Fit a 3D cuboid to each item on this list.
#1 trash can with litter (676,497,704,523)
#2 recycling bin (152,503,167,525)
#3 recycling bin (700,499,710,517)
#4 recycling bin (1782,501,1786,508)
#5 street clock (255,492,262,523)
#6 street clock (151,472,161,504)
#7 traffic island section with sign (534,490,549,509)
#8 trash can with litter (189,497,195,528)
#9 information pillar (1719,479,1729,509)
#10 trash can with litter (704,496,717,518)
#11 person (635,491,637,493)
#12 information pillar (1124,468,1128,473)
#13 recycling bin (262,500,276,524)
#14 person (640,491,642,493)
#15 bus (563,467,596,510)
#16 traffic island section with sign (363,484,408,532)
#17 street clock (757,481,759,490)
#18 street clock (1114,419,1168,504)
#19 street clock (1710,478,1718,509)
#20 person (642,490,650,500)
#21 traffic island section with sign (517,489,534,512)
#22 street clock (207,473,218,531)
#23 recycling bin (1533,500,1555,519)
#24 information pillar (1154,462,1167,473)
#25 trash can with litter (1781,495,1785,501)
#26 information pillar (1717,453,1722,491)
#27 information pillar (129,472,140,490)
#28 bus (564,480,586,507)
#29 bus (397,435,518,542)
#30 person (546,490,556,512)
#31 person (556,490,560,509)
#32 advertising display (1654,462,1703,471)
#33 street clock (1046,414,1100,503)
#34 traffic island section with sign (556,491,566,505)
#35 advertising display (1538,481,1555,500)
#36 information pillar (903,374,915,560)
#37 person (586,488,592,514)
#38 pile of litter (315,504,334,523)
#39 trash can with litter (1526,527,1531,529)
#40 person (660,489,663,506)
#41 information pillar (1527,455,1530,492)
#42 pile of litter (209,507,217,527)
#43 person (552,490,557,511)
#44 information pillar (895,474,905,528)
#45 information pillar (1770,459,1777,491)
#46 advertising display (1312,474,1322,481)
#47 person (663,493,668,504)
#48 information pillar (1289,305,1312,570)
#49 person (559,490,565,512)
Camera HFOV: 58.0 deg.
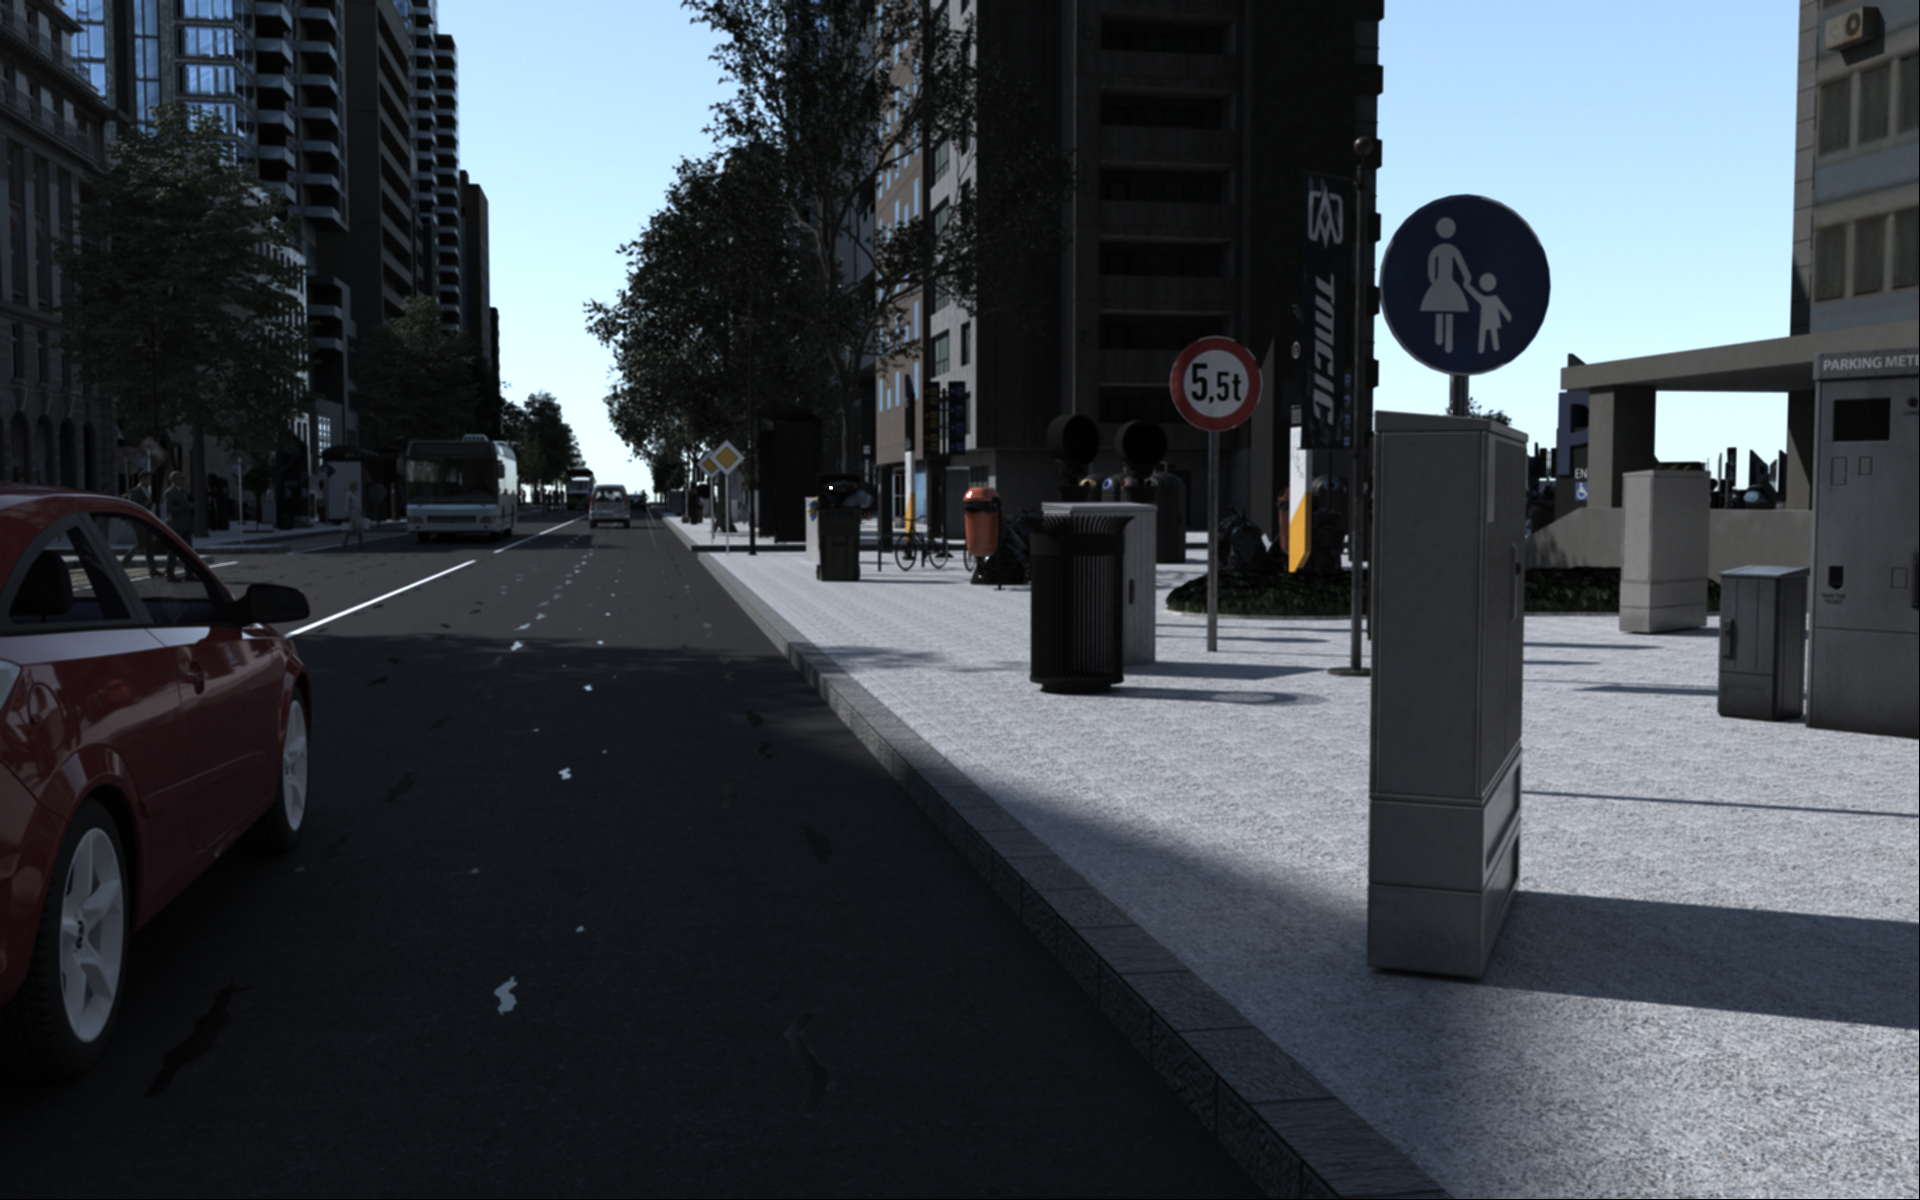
[{"bbox_3d":[-11.806,-3.965,76.208,1.055,1.170,0.624,0,4,2],"label":"trash can with litter"},{"bbox_3d":[-21.869,-2.101,46.913,0.722,1.027,0.722,-2,4,-24],"label":"recycling bin"},{"bbox_3d":[-14.253,-5.148,96.717,0.722,1.027,0.722,-3,5,-40],"label":"recycling bin"},{"bbox_3d":[28.359,-2.924,60.359,0.722,1.027,0.722,2,4,30],"label":"recycling bin"},{"bbox_3d":[-30.869,-4.384,76.243,0.471,2.002,0.358,1,4,9],"label":"street clock"},{"bbox_3d":[-26.804,-3.242,57.569,0.471,2.002,0.358,1,4,12],"label":"street clock"},{"bbox_3d":[-40.803,-9.717,167.500,1.989,1.847,2.006,-1,4,-10],"label":"traffic island section with sign"},{"bbox_3d":[-29.151,-3.307,65.457,1.055,1.170,0.624,3,4,39],"label":"trash can with litter"},{"bbox_3d":[37.949,-4.988,86.040,0.304,2.012,0.304,-3,5,-42],"label":"information pillar"},{"bbox_3d":[-12.845,-4.975,92.393,1.678,1.210,2.233,2,4,29],"label":"trash can with litter"},{"bbox_3d":[-34.598,-10.734,184.533,0.617,1.759,0.750,-2,4,-32],"label":"person"},{"bbox_3d":[4.699,-2.661,47.995,0.304,2.012,0.304,0,4,-1],"label":"information pillar"},{"bbox_3d":[-29.228,-3.746,73.795,0.722,1.027,0.722,1,4,17],"label":"recycling bin"},{"bbox_3d":[-36.961,-11.744,201.036,0.721,1.766,1.217,2,4,31],"label":"person"},{"bbox_3d":[-35.617,-10.451,162.414,2.896,3.916,12.252,-1,4,-12],"label":"bus"},{"bbox_3d":[-21.879,-3.455,65.116,1.989,1.847,2.006,-1,4,-10],"label":"traffic island section with sign"},{"bbox_3d":[-9.027,-4.496,78.082,0.358,2.002,0.471,-1,4,-11],"label":"street clock"},{"bbox_3d":[1.766,-0.757,16.945,0.471,2.002,0.358,-1,4,-15],"label":"street clock"},{"bbox_3d":[34.877,-4.637,80.390,0.471,2.002,0.358,3,5,40],"label":"street clock"},{"bbox_3d":[-30.898,-9.842,169.050,1.348,1.869,0.705,1,4,14],"label":"person"},{"bbox_3d":[-35.752,-8.044,140.147,1.989,1.847,2.006,-1,4,-10],"label":"traffic island section with sign"},{"bbox_3d":[-26.086,-3.418,60.453,0.358,2.002,0.471,-3,4,-36],"label":"street clock"},{"bbox_3d":[23.267,-3.452,68.987,0.722,1.027,0.722,0,4,-4],"label":"recycling bin"},{"bbox_3d":[4.521,-2.143,39.527,0.304,2.012,0.304,-1,4,-10],"label":"information pillar"},{"bbox_3d":[43.627,-4.967,92.266,2.233,1.210,1.678,-3,4,-38],"label":"trash can with litter"},{"bbox_3d":[43.129,-6.545,98.372,0.183,3.616,0.504,1,4,11],"label":"information pillar"},{"bbox_3d":[-27.601,-3.263,57.837,0.304,2.012,0.304,1,4,22],"label":"information pillar"},{"bbox_3d":[-40.323,-11.740,183.491,2.896,3.916,12.252,-1,4,-12],"label":"bus"},{"bbox_3d":[-15.727,-3.689,55.171,2.948,3.499,13.247,-1,4,-12],"label":"bus"},{"bbox_3d":[-33.187,-8.051,140.660,0.750,1.759,0.617,-3,5,-39],"label":"person"},{"bbox_3d":[-38.219,-9.529,164.395,0.705,1.812,1.348,-1,4,-17],"label":"person"},{"bbox_3d":[14.365,-1.806,34.736,0.974,1.923,0.123,3,5,41],"label":"advertising display"},{"bbox_3d":[1.031,-0.691,15.868,0.471,2.002,0.358,-3,5,-40],"label":"street clock"},{"bbox_3d":[-50.810,-13.023,221.554,1.989,1.847,2.006,-1,4,-10],"label":"traffic island section with sign"},{"bbox_3d":[28.495,-4.814,83.915,0.974,1.923,0.123,1,4,11],"label":"advertising display"},{"bbox_3d":[-0.973,-2.588,33.669,0.183,3.616,0.504,-1,4,-15],"label":"information pillar"},{"bbox_3d":[-25.946,-6.943,121.888,0.709,1.838,0.599,2,4,26],"label":"person"},{"bbox_3d":[-28.532,-3.932,78.249,1.176,0.858,1.719,-1,4,-19],"label":"pile of litter"},{"bbox_3d":[20.722,-3.241,64.050,2.233,1.210,1.678,-1,4,-22],"label":"trash can with litter"},{"bbox_3d":[-31.873,-10.951,185.103,0.705,1.822,1.348,0,4,-6],"label":"person"},{"bbox_3d":[35.692,-7.152,108.283,0.504,3.616,0.183,2,4,26],"label":"information pillar"},{"bbox_3d":[-29.091,-3.283,67.640,1.176,0.858,1.719,0,4,7],"label":"pile of litter"},{"bbox_3d":[-33.511,-8.219,143.600,0.721,1.743,1.217,-1,4,-14],"label":"person"},{"bbox_3d":[-2.250,-3.700,64.992,0.304,2.012,0.304,2,4,35],"label":"information pillar"},{"bbox_3d":[53.847,-7.544,114.699,0.504,3.616,0.183,-1,4,-13],"label":"information pillar"},{"bbox_3d":[11.251,-3.110,56.064,0.974,1.923,0.123,3,4,38],"label":"advertising display"},{"bbox_3d":[-37.651,-13.144,220.890,0.705,1.831,1.348,2,4,31],"label":"person"},{"bbox_3d":[4.206,-1.837,21.382,0.183,3.616,0.504,-1,4,-13],"label":"information pillar"},{"bbox_3d":[-31.753,-7.887,138.125,0.551,1.740,0.621,0,4,5],"label":"person"}]
